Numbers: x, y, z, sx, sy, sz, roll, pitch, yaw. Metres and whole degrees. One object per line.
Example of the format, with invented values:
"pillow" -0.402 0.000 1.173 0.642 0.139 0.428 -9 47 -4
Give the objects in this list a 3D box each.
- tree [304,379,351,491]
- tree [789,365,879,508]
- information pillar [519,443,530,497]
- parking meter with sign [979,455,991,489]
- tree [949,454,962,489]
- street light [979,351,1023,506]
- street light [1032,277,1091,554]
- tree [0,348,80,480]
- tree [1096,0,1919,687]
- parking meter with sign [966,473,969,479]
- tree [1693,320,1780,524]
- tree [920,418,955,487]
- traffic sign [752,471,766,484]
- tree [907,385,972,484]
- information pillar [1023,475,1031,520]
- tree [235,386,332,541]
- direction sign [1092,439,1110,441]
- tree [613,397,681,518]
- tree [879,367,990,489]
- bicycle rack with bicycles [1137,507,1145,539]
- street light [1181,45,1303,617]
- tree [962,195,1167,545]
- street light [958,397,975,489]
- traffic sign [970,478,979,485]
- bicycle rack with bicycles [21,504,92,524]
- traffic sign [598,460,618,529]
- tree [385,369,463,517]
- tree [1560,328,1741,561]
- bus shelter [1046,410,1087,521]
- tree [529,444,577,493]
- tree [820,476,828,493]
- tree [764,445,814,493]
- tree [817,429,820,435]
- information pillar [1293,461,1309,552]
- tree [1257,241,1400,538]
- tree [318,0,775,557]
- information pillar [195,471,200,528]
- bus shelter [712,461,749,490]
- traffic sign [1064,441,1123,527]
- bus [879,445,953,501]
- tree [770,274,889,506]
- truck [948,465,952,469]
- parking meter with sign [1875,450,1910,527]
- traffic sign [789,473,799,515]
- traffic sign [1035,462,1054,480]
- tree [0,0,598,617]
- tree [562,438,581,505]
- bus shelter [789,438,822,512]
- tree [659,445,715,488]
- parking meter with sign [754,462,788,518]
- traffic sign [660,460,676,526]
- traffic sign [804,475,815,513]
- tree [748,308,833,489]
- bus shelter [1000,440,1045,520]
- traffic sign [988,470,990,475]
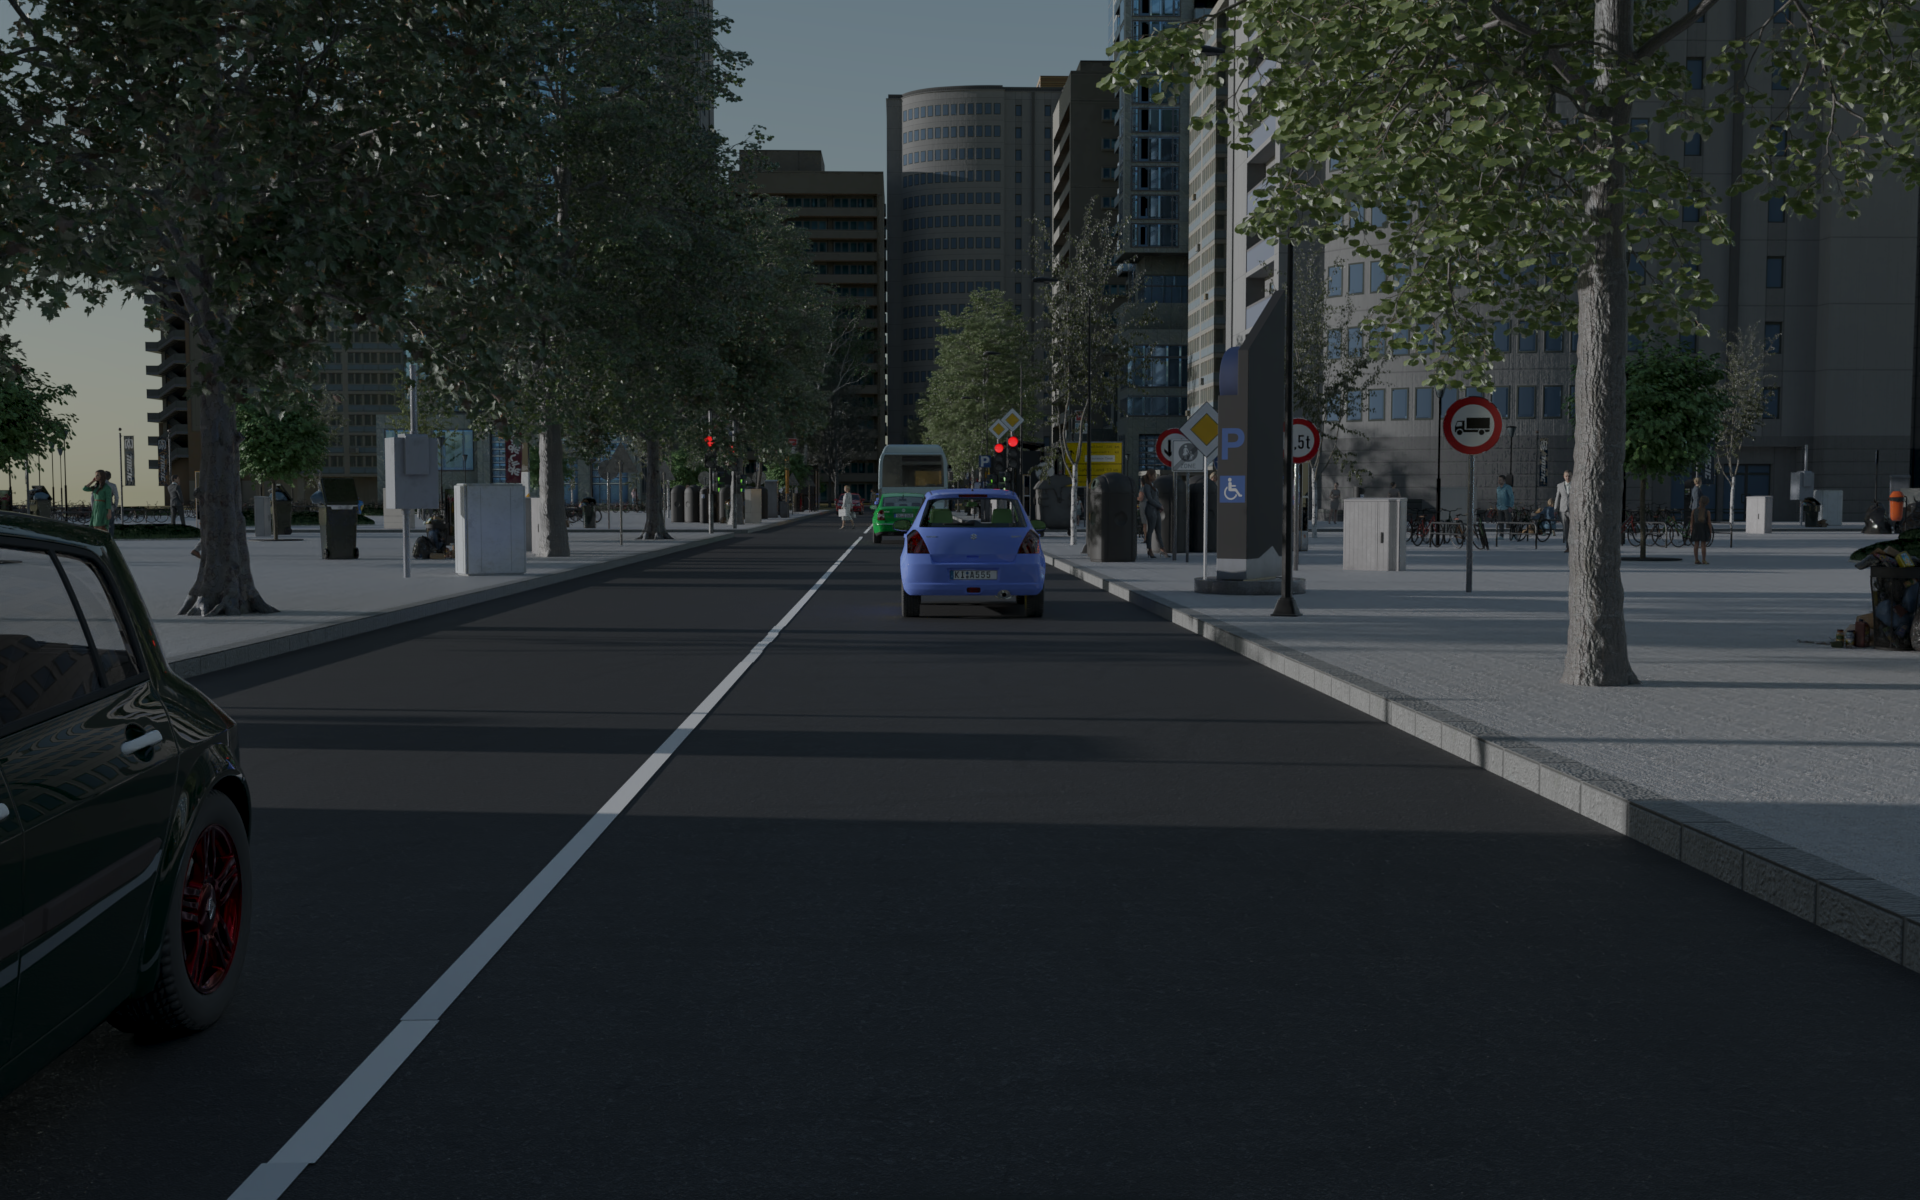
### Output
"tree" -41.137 -9.786 110.371 4.360 8.622 3.978 0 3 0
"tree" -12.320 -15.538 164.422 12.009 13.543 11.850 0 3 0
"information pillar" -16.329 -4.498 64.890 0.504 3.616 0.183 2 4 31
"parking meter with sign" 1.202 -5.058 78.951 0.543 3.016 1.738 0 4 5
"tree" 0.850 -10.614 123.904 4.360 8.622 3.978 0 3 0
"street light" 1.463 -5.137 56.525 1.470 5.913 1.316 0 4 -2
"street light" 2.234 -3.955 37.201 1.470 5.913 1.316 0 4 -2
"tree" -18.295 -2.955 32.024 4.285 4.588 4.351 0 3 0
"tree" 4.278 -5.676 10.931 7.486 12.596 7.792 0 3 0
"parking meter with sign" 1.401 -8.738 139.122 1.738 3.016 0.543 -2 4 -25
"tree" 32.965 -7.559 73.946 4.360 8.622 3.978 0 3 0
"tree" -0.739 -11.310 135.287 4.737 8.622 4.395 0 3 0
"traffic sign" -10.953 -5.773 94.490 0.768 2.556 0.104 0 4 7
"tree" -1.789 -17.895 199.238 9.857 13.997 8.962 0 3 0
"information pillar" 2.474 -3.739 65.621 0.304 2.012 0.304 -1 4 -23
"tree" -18.876 -3.912 47.673 4.285 4.588 4.351 0 3 0
"direction sign" 5.862 -4.892 71.981 0.876 3.537 0.379 3 5 39
"tree" -18.574 -9.377 103.679 4.360 8.622 3.978 0 3 0
"tree" -0.524 -15.193 158.773 12.009 13.543 11.850 0 3 0
"bicycle rack with bicycles" 6.104 -2.224 49.746 2.852 0.926 2.925 1 4 13
"street light" 2.901 -2.784 18.065 1.470 5.913 1.316 0 4 -2
"tree" 2.996 -5.708 43.687 4.360 8.622 3.978 0 3 0
"street light" 0.750 -6.739 82.729 1.470 5.913 1.316 0 4 -2
"traffic sign" 1.011 -7.922 129.632 0.768 2.556 0.104 0 4 2
"bicycle rack with bicycles" -34.496 -3.202 65.729 2.852 0.926 2.925 1 4 12
"traffic sign" -12.941 -3.894 63.771 0.768 2.556 0.104 0 4 -1
"tree" -29.983 -8.919 96.184 4.737 8.622 4.395 0 3 0
"tree" 13.384 -3.053 33.636 4.285 4.588 4.351 0 3 0
"bus shelter" 5.207 -6.277 80.264 2.179 5.291 8.768 0 4 -2
"tree" -23.303 -6.939 97.161 4.285 4.588 4.351 0 3 0
"tree" -12.990 -9.920 156.794 1.663 3.219 1.824 0 3 0
"tree" -11.405 -8.046 115.258 4.285 4.588 4.351 0 3 0
"tree" -8.784 -8.060 48.797 9.611 12.733 9.660 0 3 0
"information pillar" 7.600 -2.097 38.775 0.304 2.012 0.304 3 5 43
"tree" 10.394 -6.103 50.143 4.360 8.622 3.978 0 3 0
"tree" -8.261 -7.860 35.171 9.857 13.997 8.962 0 3 0
"information pillar" -24.369 -3.135 55.744 0.304 2.012 0.304 1 4 12
"bus shelter" -14.172 -7.751 104.354 2.179 5.291 8.768 0 4 -2
"traffic sign" 5.153 -4.470 66.959 2.265 3.308 0.079 0 4 1
"bus" -1.761 -4.663 71.095 2.948 3.499 13.247 0 4 0
"tree" -12.157 -17.397 140.330 12.611 20.169 13.585 0 3 0
"truck" -2.024 -5.309 82.734 3.469 3.379 9.791 0 4 -2
"parking meter with sign" 36.866 -4.383 67.923 1.738 3.016 0.543 2 4 25
"traffic sign" -10.138 -6.406 104.740 0.884 2.594 0.081 0 4 2
"traffic sign" 3.385 -4.226 69.203 0.768 2.556 0.104 0 3 0
"tree" -7.968 -6.189 18.199 9.611 12.733 9.660 0 3 0
"tree" -30.446 -11.280 134.798 4.360 8.622 3.978 0 3 0
"bus shelter" -11.377 -9.129 126.897 2.179 5.291 8.768 0 4 -2
"tree" -17.971 -7.836 111.825 4.285 4.588 4.351 0 3 0
"parking meter with sign" -10.726 -6.262 98.646 1.738 3.016 0.543 1 4 10
"traffic sign" -11.297 -4.046 66.153 0.884 2.594 0.081 0 4 7
"traffic sign" -10.398 -7.308 119.483 0.884 2.594 0.081 0 4 -1
"tree" -9.670 -9.216 85.097 7.601 10.594 8.767 0 4 0
"bus shelter" 2.779 -5.277 77.566 1.731 3.624 6.357 0 4 -2
"traffic sign" 2.631 -7.796 121.334 2.265 3.308 0.079 0 4 5
